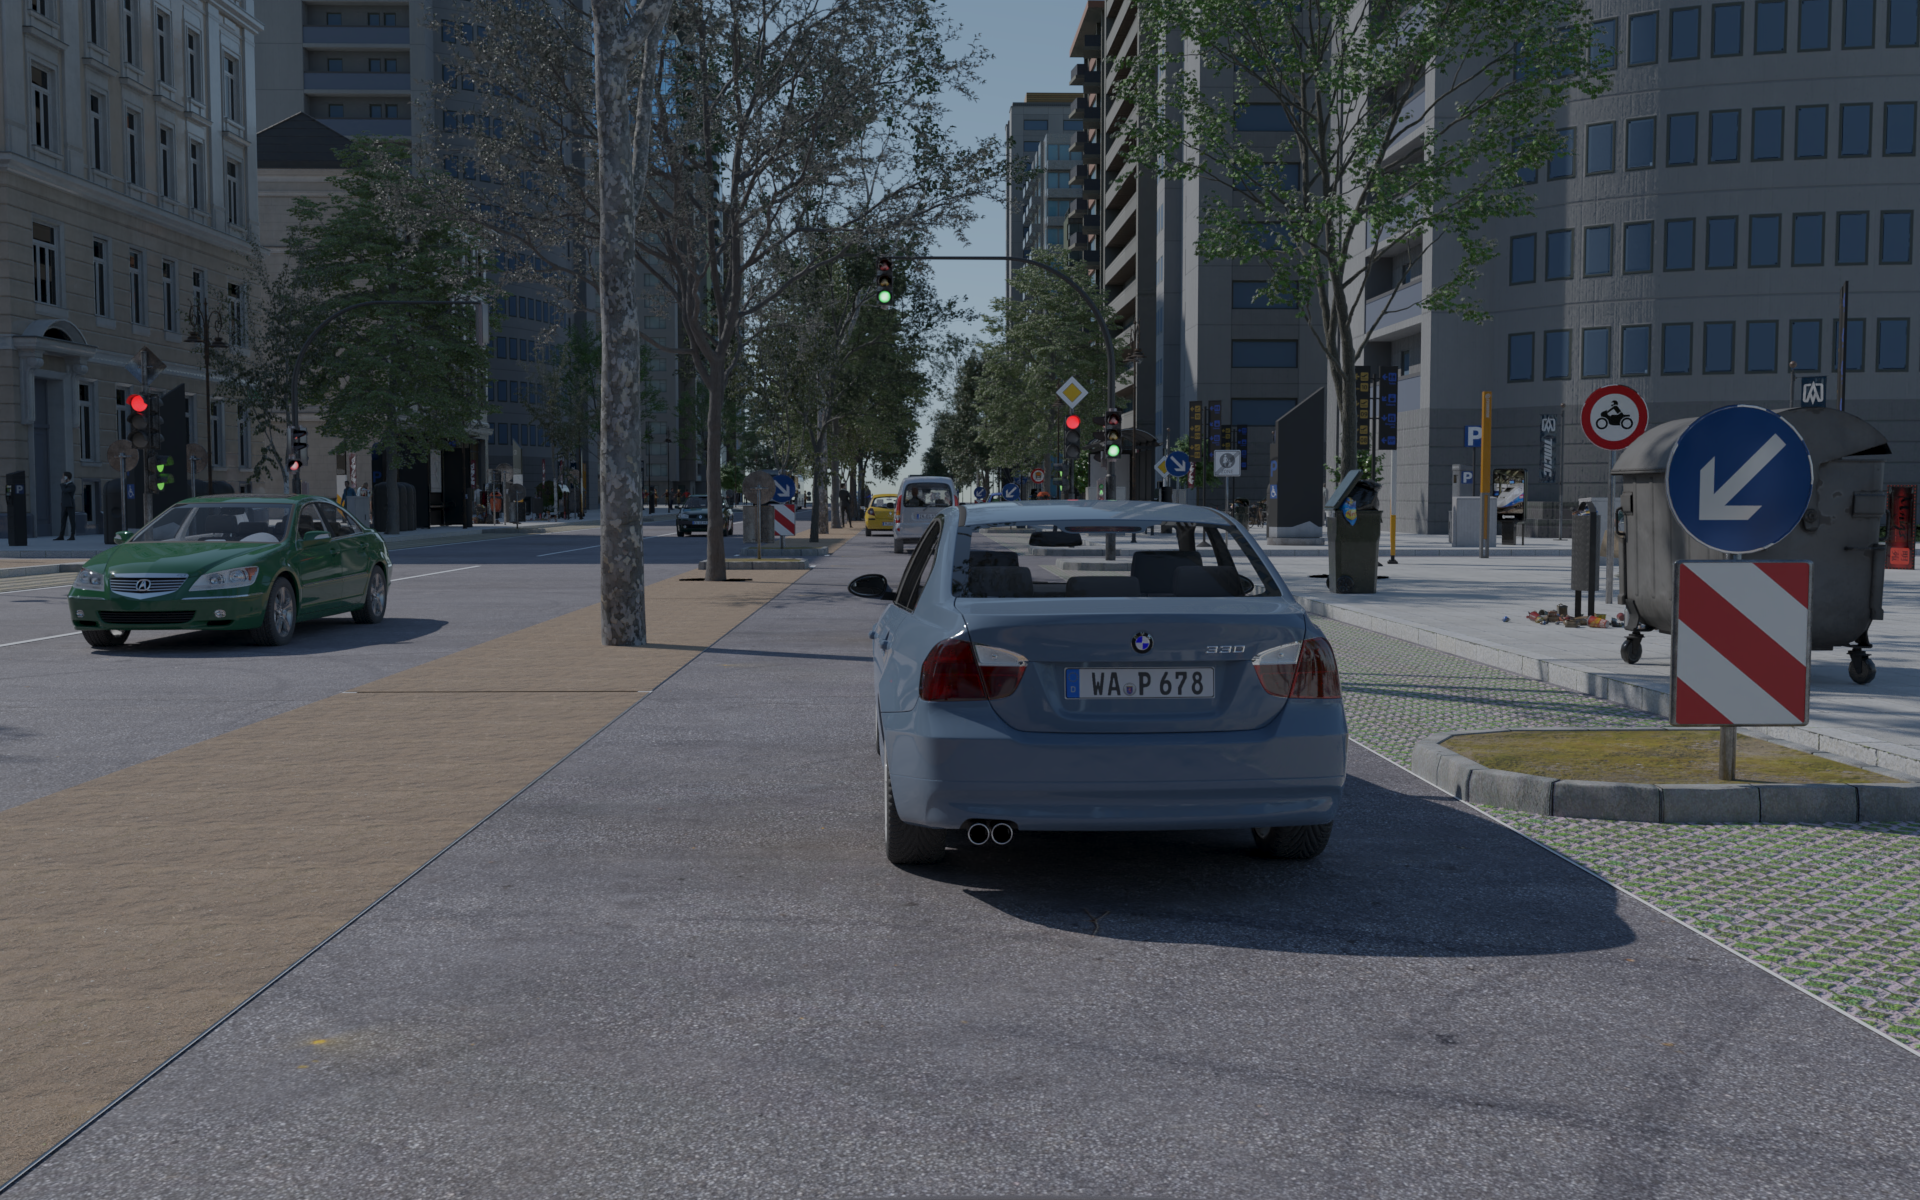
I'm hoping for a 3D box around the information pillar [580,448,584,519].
[{"bbox_3d":[-19.408,-5.956,88.737,0.183,3.616,0.504,0,4,-7],"label":"information pillar"}]

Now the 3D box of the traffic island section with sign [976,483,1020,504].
[{"bbox_3d":[1.722,-3.358,63.536,1.989,1.847,2.006,0,4,-2],"label":"traffic island section with sign"}]

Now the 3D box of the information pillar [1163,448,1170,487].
[{"bbox_3d":[10.502,-5.918,88.115,0.504,3.616,0.183,-3,5,-44],"label":"information pillar"}]

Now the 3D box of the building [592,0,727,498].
[{"bbox_3d":[-42.924,-56.489,236.261,22.319,86.520,31.000,0,4,-2],"label":"building"}]

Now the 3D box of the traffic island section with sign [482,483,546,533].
[{"bbox_3d":[-16.305,-3.358,63.525,1.989,1.847,2.006,0,4,-2],"label":"traffic island section with sign"}]

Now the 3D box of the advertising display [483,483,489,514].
[{"bbox_3d":[-28.252,-5.999,103.299,0.123,1.923,0.974,0,4,-2],"label":"advertising display"}]

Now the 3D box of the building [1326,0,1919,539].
[{"bbox_3d":[28.607,-31.543,57.729,28.212,58.520,21.231,0,4,-2],"label":"building"}]

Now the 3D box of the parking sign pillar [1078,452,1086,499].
[{"bbox_3d":[6.544,-6.304,91.542,1.447,3.967,1.447,0,4,-8],"label":"parking sign pillar"}]

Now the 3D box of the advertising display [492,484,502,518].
[{"bbox_3d":[-24.796,-5.358,92.812,0.123,1.923,0.974,-3,5,-39],"label":"advertising display"}]

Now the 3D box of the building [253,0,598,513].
[{"bbox_3d":[-40.289,-35.873,128.526,21.231,58.520,28.212,0,4,-2],"label":"building"}]

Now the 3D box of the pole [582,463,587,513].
[{"bbox_3d":[-25.074,-7.455,115.732,0.158,3.312,0.155,0,3,0],"label":"pole"}]

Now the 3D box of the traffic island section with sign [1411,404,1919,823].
[{"bbox_3d":[3.323,0.011,8.445,1.989,1.847,2.006,0,4,-2],"label":"traffic island section with sign"}]

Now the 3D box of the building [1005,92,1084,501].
[{"bbox_3d":[17.342,-43.981,261.080,21.231,58.520,28.212,0,4,-2],"label":"building"}]

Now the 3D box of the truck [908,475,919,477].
[{"bbox_3d":[-6.340,-16.224,254.173,2.839,4.237,11.283,0,4,-3],"label":"truck"}]

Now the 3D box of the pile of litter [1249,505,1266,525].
[{"bbox_3d":[12.126,-3.590,72.669,1.176,0.858,1.719,-2,4,-26],"label":"pile of litter"}]

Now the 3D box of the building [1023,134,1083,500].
[{"bbox_3d":[20.016,-37.435,231.667,23.786,49.044,30.456,0,4,-2],"label":"building"}]

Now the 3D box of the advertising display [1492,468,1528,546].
[{"bbox_3d":[13.795,-2.340,43.474,0.123,1.923,0.974,-2,4,-35],"label":"advertising display"}]

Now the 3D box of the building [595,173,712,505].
[{"bbox_3d":[-38.525,-32.469,214.455,14.154,41.232,14.086,0,4,-2],"label":"building"}]

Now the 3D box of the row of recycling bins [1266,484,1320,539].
[{"bbox_3d":[9.463,-2.578,49.267,1.069,1.692,3.534,2,4,25],"label":"row of recycling bins"}]

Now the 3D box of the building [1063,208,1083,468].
[{"bbox_3d":[17.365,-24.781,176.865,14.160,30.474,14.107,0,4,-2],"label":"building"}]

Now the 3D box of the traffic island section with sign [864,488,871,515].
[{"bbox_3d":[-6.346,-6.597,115.990,2.006,1.907,1.989,0,4,-2],"label":"traffic island section with sign"}]

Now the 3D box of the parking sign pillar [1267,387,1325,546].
[{"bbox_3d":[8.459,-3.367,43.518,1.447,3.967,1.447,-1,4,-19],"label":"parking sign pillar"}]

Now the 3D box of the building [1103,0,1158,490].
[{"bbox_3d":[22.504,-30.902,128.951,21.300,48.544,21.600,0,4,-2],"label":"building"}]

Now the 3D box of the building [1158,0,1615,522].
[{"bbox_3d":[22.279,-34.251,102.005,21.231,58.520,28.212,0,4,-2],"label":"building"}]

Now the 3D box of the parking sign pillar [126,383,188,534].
[{"bbox_3d":[-19.357,-3.257,41.731,1.447,3.967,1.447,3,4,38],"label":"parking sign pillar"}]

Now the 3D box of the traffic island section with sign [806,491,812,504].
[{"bbox_3d":[-21.740,-14.772,250.142,1.989,1.847,2.006,0,4,-2],"label":"traffic island section with sign"}]

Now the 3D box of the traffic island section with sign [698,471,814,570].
[{"bbox_3d":[-3.946,-1.550,33.479,2.006,1.907,1.989,0,4,-2],"label":"traffic island section with sign"}]

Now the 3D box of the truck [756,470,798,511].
[{"bbox_3d":[-14.712,-8.772,139.350,3.469,3.379,9.791,0,3,0],"label":"truck"}]

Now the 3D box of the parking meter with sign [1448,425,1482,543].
[{"bbox_3d":[13.073,-2.974,44.880,0.543,3.016,1.738,0,3,0],"label":"parking meter with sign"}]

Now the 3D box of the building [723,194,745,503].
[{"bbox_3d":[-39.998,-37.330,260.451,14.600,45.320,14.200,0,4,-2],"label":"building"}]

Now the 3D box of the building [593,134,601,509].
[{"bbox_3d":[-46.653,-28.384,155.953,32.217,40.220,23.993,0,4,-2],"label":"building"}]

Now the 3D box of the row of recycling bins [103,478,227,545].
[{"bbox_3d":[-21.047,-2.356,45.641,1.069,1.692,3.534,1,4,15],"label":"row of recycling bins"}]

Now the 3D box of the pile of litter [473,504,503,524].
[{"bbox_3d":[-20.517,-3.686,74.232,1.719,0.858,1.176,1,4,8],"label":"pile of litter"}]

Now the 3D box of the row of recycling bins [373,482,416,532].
[{"bbox_3d":[-19.562,-3.241,60.095,1.069,1.692,3.534,0,4,-6],"label":"row of recycling bins"}]

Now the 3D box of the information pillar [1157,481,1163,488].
[{"bbox_3d":[11.371,-5.746,98.444,0.304,2.012,0.304,-1,4,-13],"label":"information pillar"}]

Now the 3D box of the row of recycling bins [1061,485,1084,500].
[{"bbox_3d":[5.529,-4.717,84.231,1.069,1.692,3.534,1,4,10],"label":"row of recycling bins"}]

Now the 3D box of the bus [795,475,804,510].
[{"bbox_3d":[-16.038,-10.141,160.662,2.948,3.499,13.247,0,4,-3],"label":"bus"}]

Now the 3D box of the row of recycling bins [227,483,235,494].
[{"bbox_3d":[-24.323,-3.013,56.377,1.069,1.692,3.534,-2,4,-34],"label":"row of recycling bins"}]

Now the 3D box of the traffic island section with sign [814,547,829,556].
[{"bbox_3d":[-4.152,-2.003,40.883,2.006,1.907,1.989,0,4,-2],"label":"traffic island section with sign"}]

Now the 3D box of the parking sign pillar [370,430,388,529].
[{"bbox_3d":[-21.588,-4.667,64.782,1.447,3.967,1.447,0,3,0],"label":"parking sign pillar"}]

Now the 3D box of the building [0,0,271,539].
[{"bbox_3d":[-33.533,-16.669,58.438,13.634,28.700,20.117,0,4,-2],"label":"building"}]

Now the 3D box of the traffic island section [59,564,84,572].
[{"bbox_3d":[-15.415,-0.650,32.912,2.009,0.180,2.903,0,4,-2],"label":"traffic island section"}]

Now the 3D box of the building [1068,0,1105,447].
[{"bbox_3d":[21.242,-30.585,154.681,22.147,44.769,28.867,0,4,-2],"label":"building"}]

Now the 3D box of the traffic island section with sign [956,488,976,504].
[{"bbox_3d":[0.915,-5.044,91.104,1.989,1.847,2.006,0,4,-2],"label":"traffic island section with sign"}]

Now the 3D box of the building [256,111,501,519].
[{"bbox_3d":[-33.577,-14.575,89.211,10.553,20.767,40.483,0,4,-2],"label":"building"}]

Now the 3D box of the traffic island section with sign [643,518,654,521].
[{"bbox_3d":[-17.107,-5.022,90.733,1.989,1.847,2.006,0,4,-2],"label":"traffic island section with sign"}]

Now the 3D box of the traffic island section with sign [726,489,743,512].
[{"bbox_3d":[-18.521,-8.009,139.576,1.989,1.847,2.006,0,4,-2],"label":"traffic island section with sign"}]

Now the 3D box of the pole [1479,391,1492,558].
[{"bbox_3d":[10.474,-2.488,34.517,0.158,3.312,0.155,0,3,0],"label":"pole"}]
